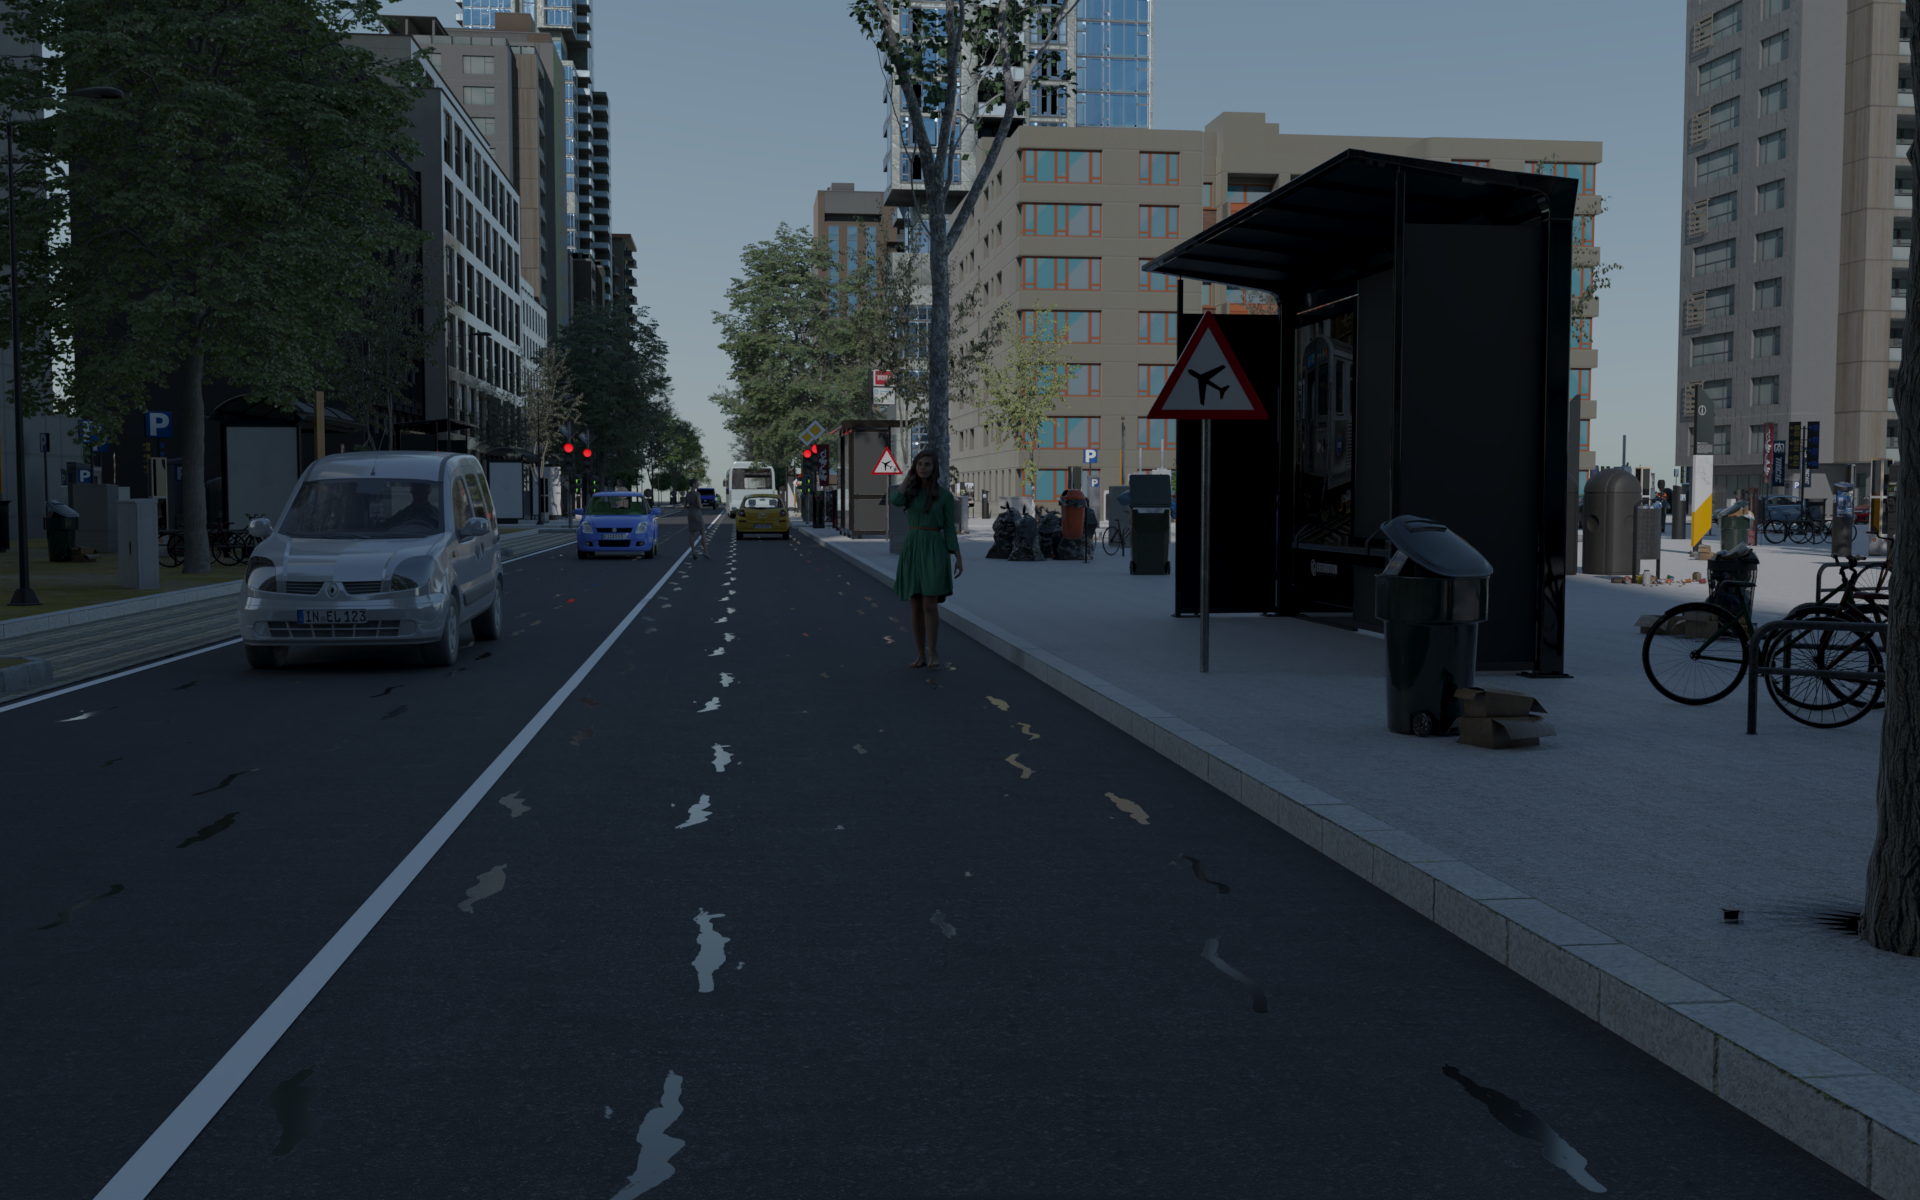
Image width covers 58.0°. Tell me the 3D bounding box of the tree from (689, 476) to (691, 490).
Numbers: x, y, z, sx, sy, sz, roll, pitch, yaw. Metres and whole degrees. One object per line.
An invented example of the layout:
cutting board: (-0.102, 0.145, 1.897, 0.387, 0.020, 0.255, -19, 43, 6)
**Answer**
tree: (-40.031, -16.054, 246.187, 4.285, 4.588, 4.351, 0, 3, 0)

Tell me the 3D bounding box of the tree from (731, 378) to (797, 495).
tree: (-18.914, -16.433, 179.056, 12.009, 13.543, 11.850, 0, 3, 0)

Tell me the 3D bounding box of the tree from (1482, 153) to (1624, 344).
tree: (11.874, -5.313, 37.231, 4.360, 8.622, 3.978, 0, 3, 0)

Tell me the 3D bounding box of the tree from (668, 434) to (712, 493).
tree: (-47.679, -23.556, 302.155, 9.611, 12.733, 9.660, 0, 3, 0)

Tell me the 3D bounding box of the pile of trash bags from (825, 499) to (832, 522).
pile of trash bags: (-4.790, -4.159, 77.756, 1.912, 1.369, 3.447, -1, 4, -21)

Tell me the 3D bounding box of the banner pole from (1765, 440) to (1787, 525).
banner pole: (33.389, -4.955, 71.034, 0.863, 3.779, 0.401, 2, 4, 24)

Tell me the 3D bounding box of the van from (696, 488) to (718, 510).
van: (-23.685, -9.606, 161.440, 2.240, 2.365, 5.245, 0, 4, -7)

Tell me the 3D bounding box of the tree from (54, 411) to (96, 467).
tree: (-30.623, -4.537, 57.886, 4.285, 4.588, 4.351, 0, 3, 0)

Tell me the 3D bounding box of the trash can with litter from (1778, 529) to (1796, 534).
trash can with litter: (26.228, -2.777, 56.458, 1.678, 1.210, 2.233, -1, 4, -16)

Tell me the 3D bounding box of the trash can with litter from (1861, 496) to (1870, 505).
trash can with litter: (54.182, -5.789, 105.714, 1.678, 1.210, 2.233, -1, 4, -17)

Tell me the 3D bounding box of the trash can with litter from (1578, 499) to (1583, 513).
trash can with litter: (22.586, -3.165, 63.127, 1.055, 1.170, 0.624, -1, 4, -17)

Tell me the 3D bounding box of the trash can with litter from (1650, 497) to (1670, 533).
trash can with litter: (23.057, -2.795, 57.080, 0.624, 1.170, 1.055, 2, 4, 23)

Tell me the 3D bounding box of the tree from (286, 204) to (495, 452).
tree: (-14.658, -5.694, 43.457, 4.360, 8.622, 3.978, 0, 3, 0)

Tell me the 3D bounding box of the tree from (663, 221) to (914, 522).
tree: (-7.010, -10.641, 80.639, 9.857, 13.997, 8.962, 0, 3, 0)

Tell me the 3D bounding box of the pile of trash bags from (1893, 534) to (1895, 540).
pile of trash bags: (5.263, 0.217, 6.200, 3.447, 1.369, 1.912, 3, 4, 36)

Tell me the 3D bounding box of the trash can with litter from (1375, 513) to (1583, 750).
trash can with litter: (2.689, 0.138, 9.129, 0.624, 1.170, 1.055, -2, 4, -29)

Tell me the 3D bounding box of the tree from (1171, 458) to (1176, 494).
tree: (10.356, -5.284, 80.987, 1.663, 3.219, 1.824, 0, 3, 0)

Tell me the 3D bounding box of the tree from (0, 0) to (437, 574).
tree: (-11.986, -6.707, 27.793, 7.486, 12.596, 7.792, 0, 3, 0)

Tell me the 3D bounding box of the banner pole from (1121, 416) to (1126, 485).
banner pole: (5.279, -4.031, 55.919, 0.401, 3.779, 0.863, 1, 4, 12)

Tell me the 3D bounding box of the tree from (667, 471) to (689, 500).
tree: (-37.047, -14.160, 215.234, 4.285, 4.588, 4.351, 0, 3, 0)

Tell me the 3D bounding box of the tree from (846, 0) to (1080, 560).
tree: (1.092, -10.614, 29.431, 12.611, 20.169, 13.585, 0, 3, 0)

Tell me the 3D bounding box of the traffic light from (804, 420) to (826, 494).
traffic light: (-5.472, -4.678, 65.408, 0.839, 4.253, 0.868, 0, 4, -7)

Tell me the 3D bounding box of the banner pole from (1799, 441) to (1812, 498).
banner pole: (39.612, -5.579, 81.230, 0.401, 3.779, 0.863, -1, 4, -18)

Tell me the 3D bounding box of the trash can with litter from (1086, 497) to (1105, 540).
trash can with litter: (3.386, -2.297, 48.621, 1.678, 1.210, 2.233, -2, 4, -24)

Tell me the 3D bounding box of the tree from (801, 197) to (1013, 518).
tree: (-1.124, -5.697, 43.506, 4.360, 8.622, 3.978, 0, 3, 0)

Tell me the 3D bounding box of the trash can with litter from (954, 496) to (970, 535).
trash can with litter: (-0.522, -2.705, 55.278, 2.233, 1.210, 1.678, -3, 5, -45)

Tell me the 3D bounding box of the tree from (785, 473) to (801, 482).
tree: (-12.878, -8.590, 135.051, 1.663, 3.219, 1.824, 0, 3, 0)

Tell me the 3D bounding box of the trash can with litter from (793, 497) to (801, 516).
trash can with litter: (-8.889, -5.522, 101.342, 2.233, 1.210, 1.678, 0, 4, 2)

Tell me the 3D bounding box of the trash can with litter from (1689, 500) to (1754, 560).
trash can with litter: (14.710, -1.349, 33.448, 1.055, 1.170, 0.624, 0, 4, 6)

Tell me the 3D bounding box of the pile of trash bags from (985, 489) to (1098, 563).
pile of trash bags: (1.759, -1.450, 33.468, 1.912, 1.369, 3.447, -1, 4, -15)

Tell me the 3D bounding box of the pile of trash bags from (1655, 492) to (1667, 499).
pile of trash bags: (56.301, -7.915, 139.166, 3.447, 1.369, 1.912, 2, 4, 25)

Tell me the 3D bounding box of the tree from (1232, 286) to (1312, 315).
tree: (8.998, -6.006, 48.552, 4.360, 8.622, 3.978, 0, 3, 0)

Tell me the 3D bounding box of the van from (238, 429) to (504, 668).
van: (-5.196, -0.527, 15.624, 2.013, 2.044, 4.112, 0, 4, -7)

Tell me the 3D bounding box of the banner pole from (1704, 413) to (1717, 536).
banner pole: (23.120, -3.891, 53.628, 0.401, 3.779, 0.863, -1, 4, -15)

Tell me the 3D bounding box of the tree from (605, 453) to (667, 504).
tree: (-24.823, -8.778, 127.229, 4.285, 4.588, 4.351, 0, 3, 0)

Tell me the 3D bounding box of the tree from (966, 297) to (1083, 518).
tree: (2.474, -6.948, 63.964, 4.737, 8.622, 4.395, 0, 3, 0)

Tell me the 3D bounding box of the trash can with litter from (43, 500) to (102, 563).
trash can with litter: (-16.730, -1.303, 32.698, 1.055, 1.170, 0.624, 1, 4, 13)

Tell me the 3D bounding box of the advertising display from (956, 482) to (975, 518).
advertising display: (0.279, -5.278, 91.514, 0.974, 1.923, 0.123, 0, 4, 7)

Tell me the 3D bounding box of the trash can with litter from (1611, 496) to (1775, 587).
trash can with litter: (10.257, -0.851, 24.964, 2.233, 1.210, 1.678, -2, 4, -29)

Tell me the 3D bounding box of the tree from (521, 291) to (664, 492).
tree: (-22.808, -12.376, 109.010, 9.857, 13.997, 8.962, 0, 3, 0)

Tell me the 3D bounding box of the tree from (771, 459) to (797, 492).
tree: (-17.173, -11.251, 167.667, 4.285, 4.588, 4.351, 0, 3, 0)

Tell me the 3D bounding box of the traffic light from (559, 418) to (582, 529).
traffic light: (-14.458, -4.607, 64.246, 0.839, 4.253, 0.868, 0, 4, -7)

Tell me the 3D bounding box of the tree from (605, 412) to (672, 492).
tree: (-30.617, -13.957, 162.605, 7.601, 10.594, 8.767, -3, 4, -38)

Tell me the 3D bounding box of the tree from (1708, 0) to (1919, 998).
tree: (2.958, -4.823, 4.607, 9.928, 11.665, 9.643, 0, 3, 0)

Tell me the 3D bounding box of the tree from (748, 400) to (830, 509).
tree: (-13.658, -12.613, 140.629, 7.601, 10.594, 8.767, -1, 4, -11)

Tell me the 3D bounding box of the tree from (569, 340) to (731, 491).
tree: (-26.523, -13.923, 138.014, 12.009, 13.543, 11.850, 0, 3, 0)

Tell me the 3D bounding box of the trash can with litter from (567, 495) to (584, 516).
trash can with litter: (-22.631, -5.462, 100.357, 1.678, 1.210, 2.233, 0, 4, 3)

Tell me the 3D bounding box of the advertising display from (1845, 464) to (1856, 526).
advertising display: (19.129, -1.960, 37.258, 0.123, 1.923, 0.974, 2, 4, 32)

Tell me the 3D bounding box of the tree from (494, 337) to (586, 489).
tree: (-19.793, -8.035, 81.741, 4.360, 8.622, 3.978, 0, 3, 0)
